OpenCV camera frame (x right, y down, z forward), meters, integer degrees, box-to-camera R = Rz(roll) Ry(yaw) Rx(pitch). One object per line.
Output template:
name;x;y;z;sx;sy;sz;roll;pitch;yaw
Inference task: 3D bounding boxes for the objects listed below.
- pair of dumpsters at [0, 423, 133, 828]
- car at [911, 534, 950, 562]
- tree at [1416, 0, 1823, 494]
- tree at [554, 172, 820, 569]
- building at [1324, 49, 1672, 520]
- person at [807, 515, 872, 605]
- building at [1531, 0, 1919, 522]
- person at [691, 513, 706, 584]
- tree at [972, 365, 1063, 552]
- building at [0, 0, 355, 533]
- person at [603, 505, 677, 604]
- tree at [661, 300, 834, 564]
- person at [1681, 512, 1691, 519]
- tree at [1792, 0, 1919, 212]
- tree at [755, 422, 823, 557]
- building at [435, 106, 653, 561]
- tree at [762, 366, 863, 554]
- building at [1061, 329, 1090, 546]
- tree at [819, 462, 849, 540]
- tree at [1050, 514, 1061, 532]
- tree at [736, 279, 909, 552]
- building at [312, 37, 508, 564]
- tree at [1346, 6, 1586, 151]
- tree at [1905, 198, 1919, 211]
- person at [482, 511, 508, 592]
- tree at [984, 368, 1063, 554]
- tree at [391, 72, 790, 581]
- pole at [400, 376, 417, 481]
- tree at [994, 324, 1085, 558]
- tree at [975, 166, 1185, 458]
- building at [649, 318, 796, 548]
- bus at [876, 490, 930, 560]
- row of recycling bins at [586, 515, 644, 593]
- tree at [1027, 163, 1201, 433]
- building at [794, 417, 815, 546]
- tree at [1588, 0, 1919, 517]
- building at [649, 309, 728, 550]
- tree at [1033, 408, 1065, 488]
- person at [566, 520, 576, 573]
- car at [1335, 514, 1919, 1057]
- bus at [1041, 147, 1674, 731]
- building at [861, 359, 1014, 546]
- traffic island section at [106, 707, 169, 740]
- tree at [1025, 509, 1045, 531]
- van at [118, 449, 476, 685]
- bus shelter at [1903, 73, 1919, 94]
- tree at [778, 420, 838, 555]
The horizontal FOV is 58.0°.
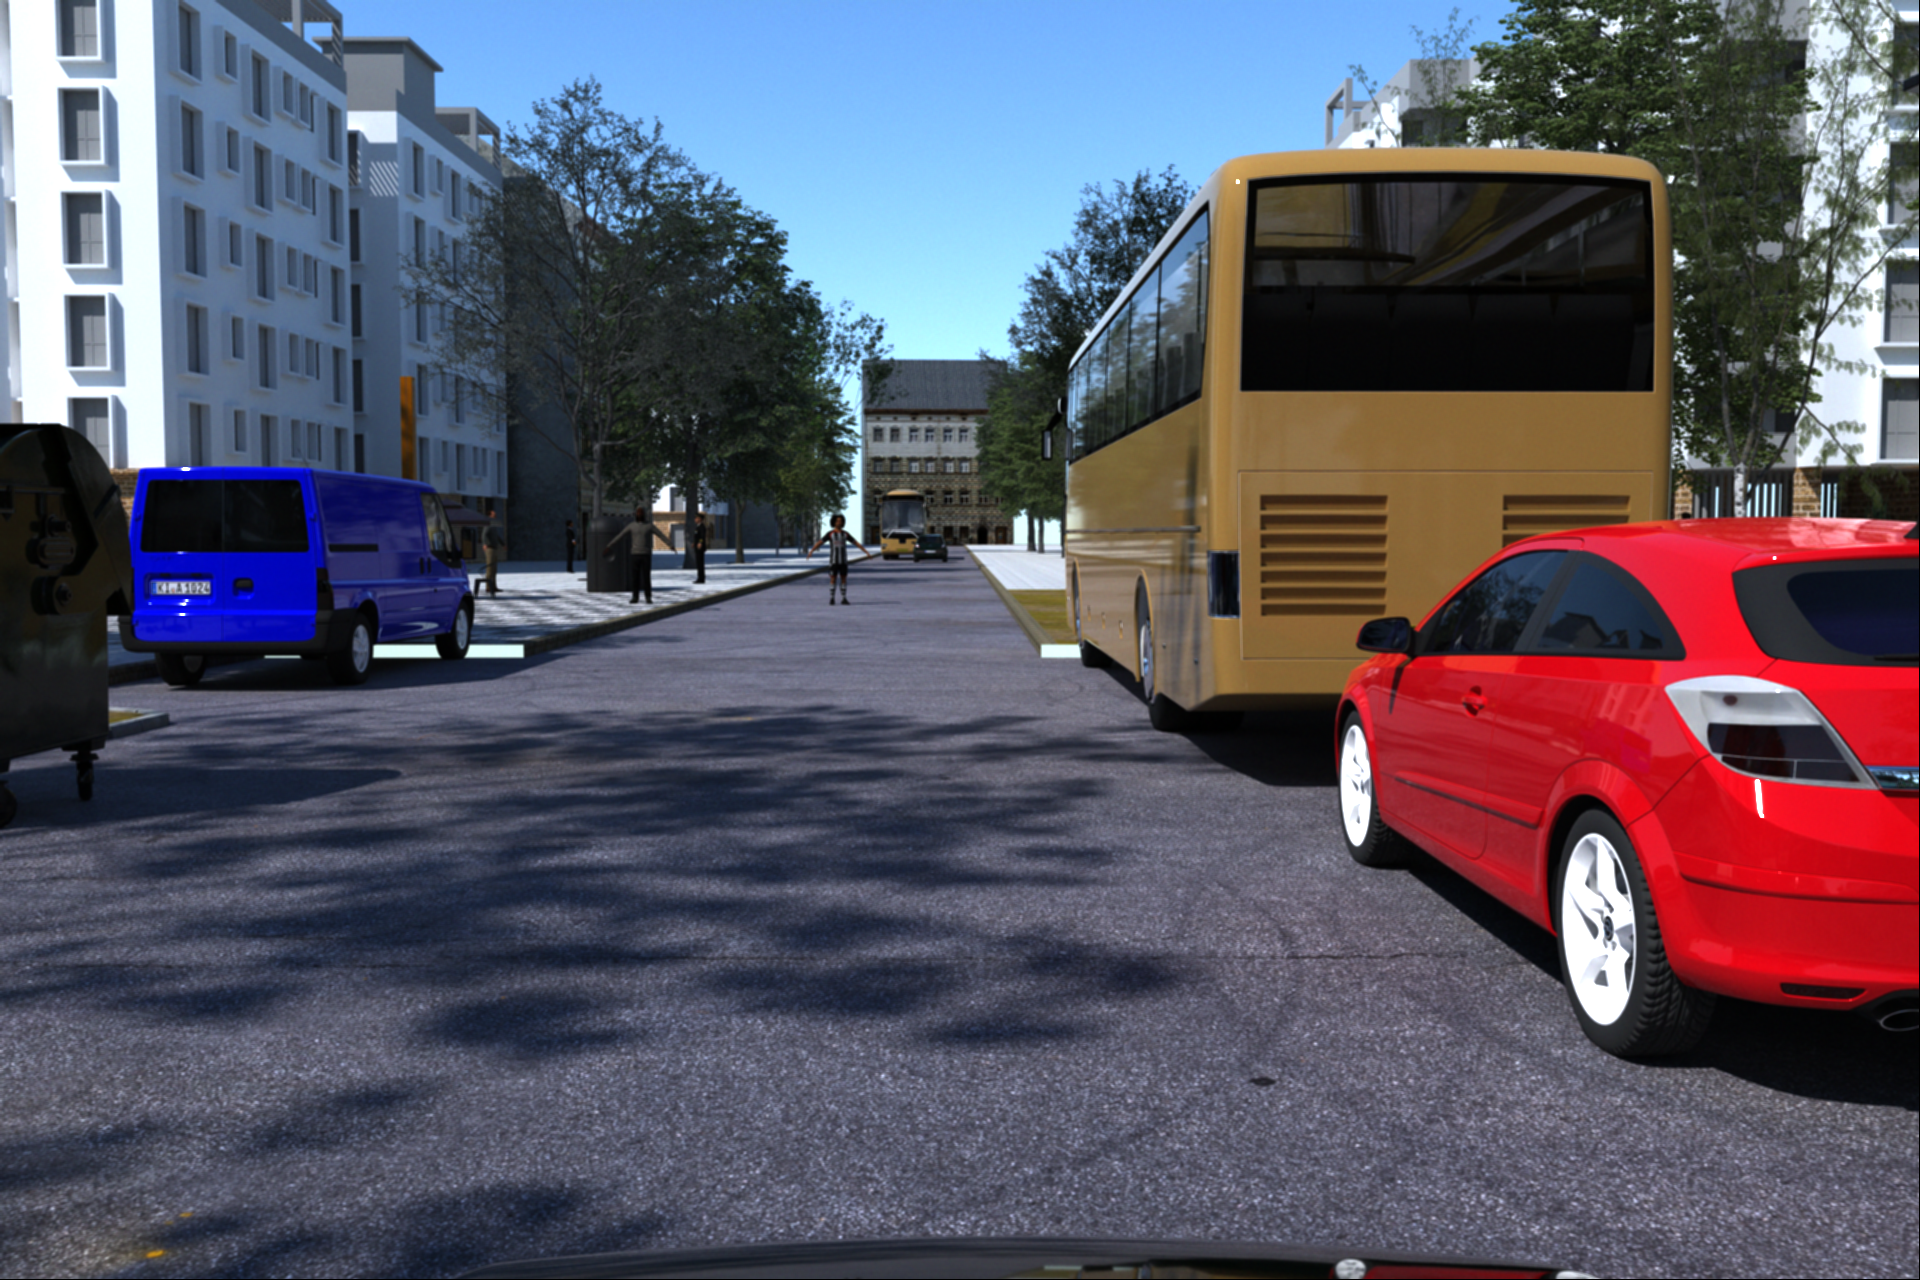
pair of dumpsters;-6.720;-0.232;8.750;4.436;2.255;1.574;0;4;0
car;-1.497;-4.830;88.761;2.009;1.686;4.222;0;3;0
tree;11.960;-6.983;32.301;7.486;12.596;7.792;0;3;0
tree;-9.673;-9.547;62.752;9.857;13.997;8.962;0;3;0
building;20.630;-13.270;73.390;16.016;20.090;11.380;0;3;0
person;-2.457;-1.619;35.069;1.345;1.843;0.704;-1;4;-17
building;23.710;-12.142;54.949;16.016;20.090;11.380;0;4;0
person;-6.768;-2.383;44.905;0.705;1.837;1.347;-1;4;-16
tree;5.282;-13.455;126.636;9.857;13.997;8.962;0;3;0
building;-26.990;-11.828;49.804;16.016;20.090;11.380;0;4;0
person;-5.879;-1.577;31.917;1.348;1.813;0.705;0;4;-2
tree;-9.460;-9.122;74.900;9.928;11.665;9.643;0;3;0
person;17.531;-2.186;41.922;1.347;1.806;0.705;-1;4;-19
tree;8.557;-3.756;11.781;4.360;8.622;3.978;0;3;0
tree;-10.075;-8.965;96.935;4.737;8.622;4.395;0;3;0
building;-27.216;-15.892;90.761;19.493;23.208;18.063;0;4;1
tree;-10.066;-11.972;113.871;7.486;12.596;7.792;0;3;0
building;24.724;-21.035;187.902;27.936;21.610;32.646;0;4;-1
tree;-17.319;-17.297;217.212;7.601;10.594;8.767;0;4;-8
tree;12.577;-16.370;218.013;4.737;8.622;4.395;0;3;0
tree;-10.124;-16.608;127.433;12.611;20.169;13.585;0;3;0
building;-26.024;-12.902;67.373;16.016;20.090;11.380;0;4;0
tree;7.315;-4.571;25.100;4.360;8.622;3.978;0;3;0
tree;16.421;-6.363;22.162;7.486;12.596;7.792;0;3;0
person;-10.308;-1.954;38.219;0.705;1.796;1.348;0;4;5
tree;5.059;-11.928;113.153;7.486;12.596;7.792;0;3;0
tree;-10.026;-8.369;47.202;12.009;13.543;11.850;0;3;0
pole;-7.159;-1.755;22.545;0.158;3.312;0.155;0;3;0
tree;5.691;-10.677;92.693;7.486;12.596;7.792;0;3;0
tree;5.633;-9.077;58.776;12.009;13.543;11.850;0;3;0
building;-25.729;-20.413;164.682;19.493;23.208;18.063;0;4;-1
bus;-3.095;-6.614;99.693;2.896;3.916;12.252;0;4;0
row of recycling bins;-7.730;-1.979;39.473;1.069;1.692;3.534;0;4;1
tree;5.322;-6.744;44.681;8.767;10.594;7.601;2;4;33
building;-25.966;-21.976;190.229;19.493;23.208;18.063;0;4;0
tree;8.653;-4.208;19.168;4.360;8.622;3.978;0;3;0
building;-25.505;-17.392;140.785;16.016;20.090;11.380;0;4;-1
tree;5.207;-8.269;85.555;4.360;8.622;3.978;0;3;0
person;-12.743;-3.074;56.976;0.721;1.740;1.216;-1;4;-18
car;2.619;0.171;6.244;2.155;1.783;4.494;0;4;-1
bus;2.540;-1.462;15.450;2.896;3.916;12.252;0;4;-1
building;-3.188;-23.457;216.912;18.063;23.208;19.493;0;4;-4
traffic island section;-6.916;0.635;12.491;1.991;0.108;1.994;0;4;-1
tree;10.179;-16.037;212.563;4.360;8.622;3.978;0;3;0
van;-6.623;-0.840;18.111;2.240;2.365;5.245;0;3;0
bus shelter;5.769;-0.902;6.034;1.731;3.624;6.357;0;4;0
tree;-9.904;-9.526;106.111;4.360;8.622;3.978;0;3;0
